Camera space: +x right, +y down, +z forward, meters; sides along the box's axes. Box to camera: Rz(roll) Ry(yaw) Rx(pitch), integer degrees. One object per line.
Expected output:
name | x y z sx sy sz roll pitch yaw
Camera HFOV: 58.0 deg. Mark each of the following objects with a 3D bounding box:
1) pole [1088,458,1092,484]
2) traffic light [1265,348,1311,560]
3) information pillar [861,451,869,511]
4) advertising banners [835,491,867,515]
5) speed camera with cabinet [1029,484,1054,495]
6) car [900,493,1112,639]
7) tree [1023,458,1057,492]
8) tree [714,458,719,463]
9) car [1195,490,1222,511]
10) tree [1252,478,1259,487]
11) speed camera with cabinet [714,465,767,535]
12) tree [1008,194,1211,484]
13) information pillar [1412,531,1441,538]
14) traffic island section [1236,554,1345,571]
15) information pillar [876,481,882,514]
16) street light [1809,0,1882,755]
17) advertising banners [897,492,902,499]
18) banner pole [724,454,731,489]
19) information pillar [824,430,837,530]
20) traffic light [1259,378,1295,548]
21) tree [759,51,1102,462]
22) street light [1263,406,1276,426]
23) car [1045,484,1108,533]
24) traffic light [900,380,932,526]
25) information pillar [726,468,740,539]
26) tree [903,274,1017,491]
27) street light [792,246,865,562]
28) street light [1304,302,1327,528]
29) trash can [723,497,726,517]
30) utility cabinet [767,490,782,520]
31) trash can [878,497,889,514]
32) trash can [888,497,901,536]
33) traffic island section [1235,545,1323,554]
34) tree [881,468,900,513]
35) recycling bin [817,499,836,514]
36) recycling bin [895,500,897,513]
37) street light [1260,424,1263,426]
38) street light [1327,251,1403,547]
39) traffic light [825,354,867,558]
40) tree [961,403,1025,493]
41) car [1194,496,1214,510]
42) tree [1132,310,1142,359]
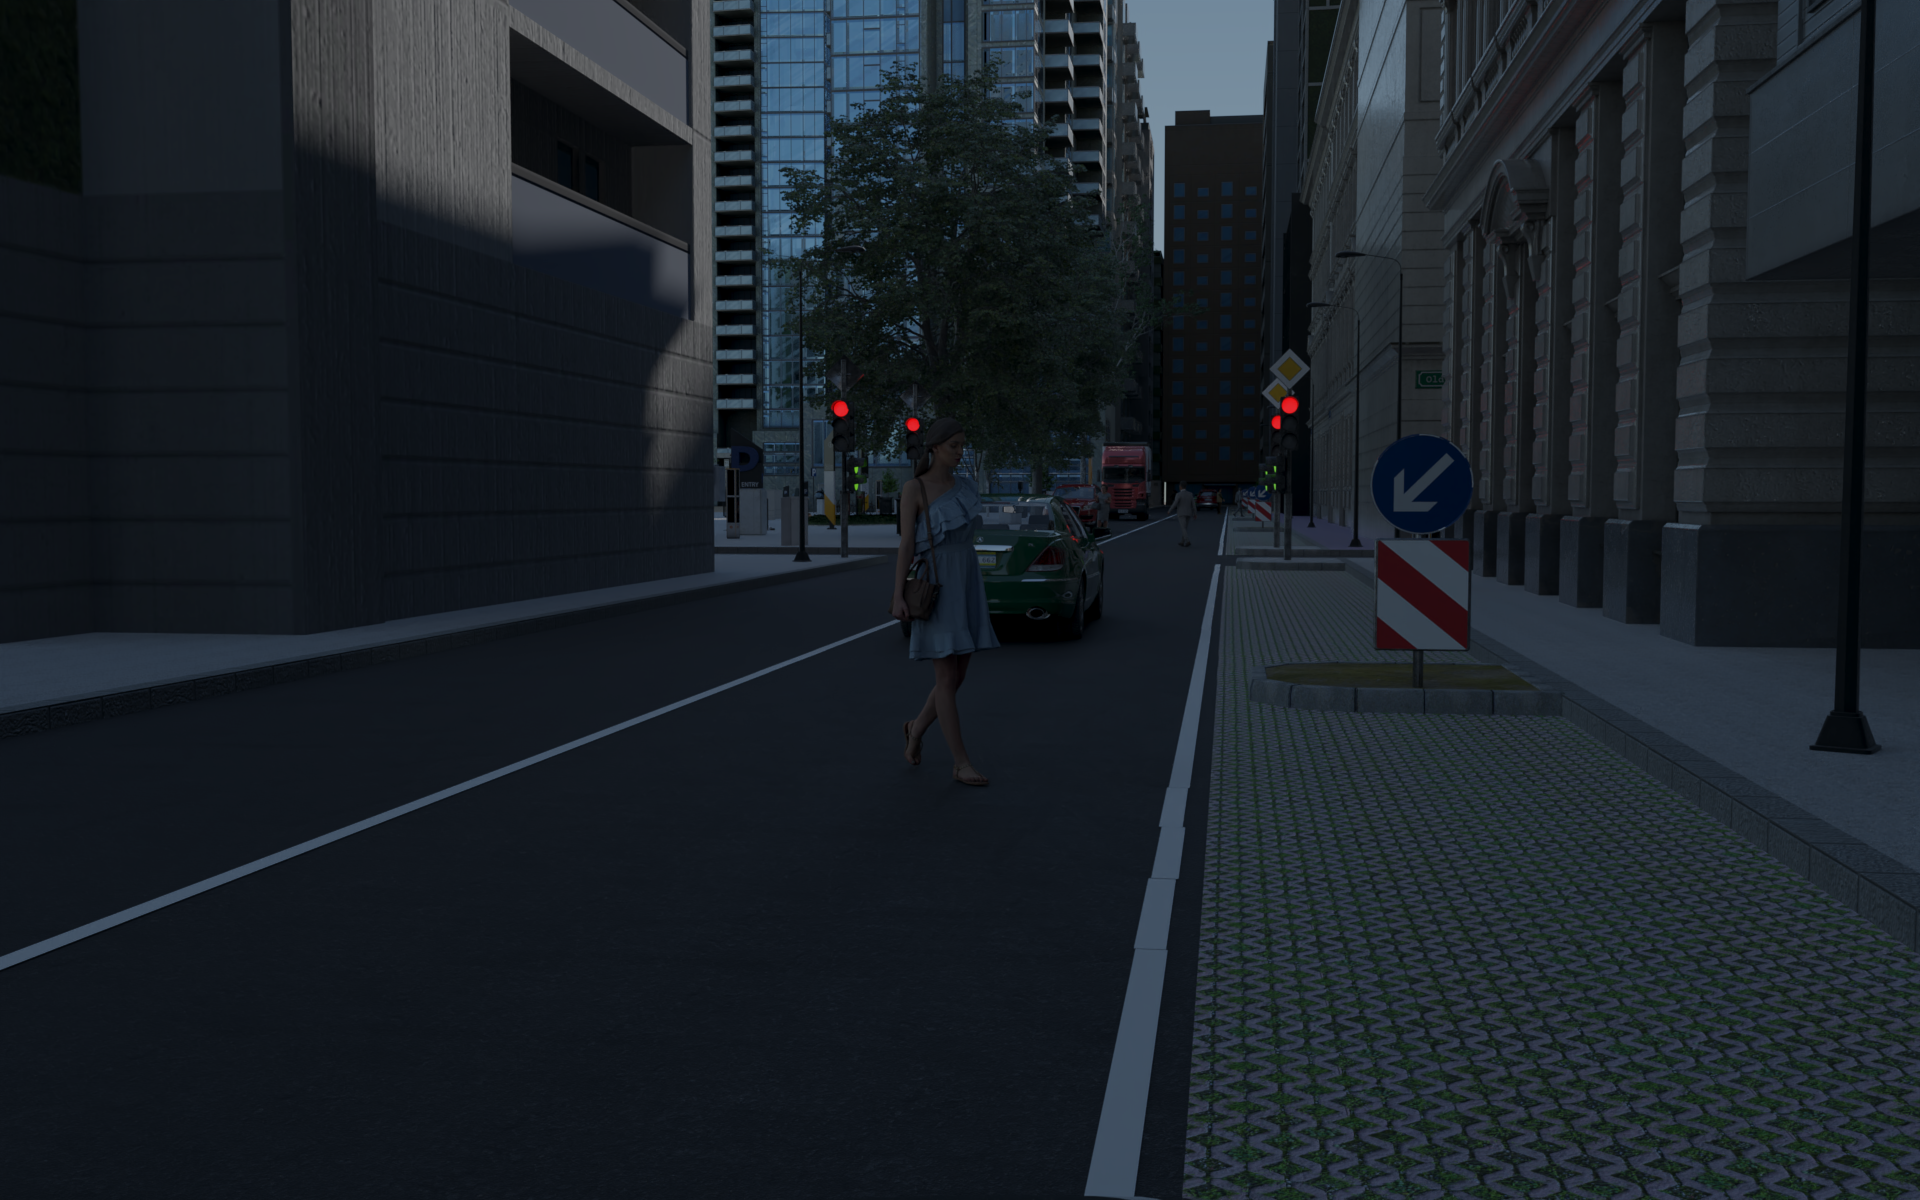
pole | 7.119 -6.165 94.641 0.158 3.312 0.155 0 3 0
traffic light | 6.344 -2.729 33.533 0.839 4.253 0.868 1 4 9
information pillar | -5.038 -6.111 91.270 0.504 3.616 0.183 -3 5 -41
advertising banners | -5.110 -4.967 77.403 2.074 3.025 0.090 1 4 23
speed camera with cabinet | 4.880 -6.517 100.892 0.660 3.252 2.038 3 5 44
car | 0.533 -0.420 18.659 2.131 1.459 4.920 1 4 9
tree | 4.244 -5.770 88.939 1.663 3.219 1.824 0 3 0
tree | -14.495 -6.615 91.869 4.285 4.588 4.351 0 3 0
car | 21.100 -8.468 147.117 2.281 1.827 5.304 1 4 8
tree | 33.271 -12.081 192.126 1.663 3.219 1.824 0 3 0
speed camera with cabinet | -7.099 -3.663 54.233 2.038 3.252 0.660 1 4 12
tree | 8.986 -15.484 109.052 12.611 20.169 13.585 0 3 0
information pillar | 6.489 -1.198 24.077 0.304 2.012 0.304 3 5 45
traffic island section | 6.382 -0.695 33.641 2.009 0.180 2.903 1 4 9
information pillar | -4.383 -5.463 93.811 0.304 2.012 0.304 0 4 7
street light | 3.914 -2.206 8.610 1.470 5.913 1.316 1 4 9
advertising banners | -3.198 -7.310 115.709 2.074 3.025 0.090 -1 4 -13
banner pole | -14.521 -7.255 108.639 0.863 3.779 0.401 3 5 43
information pillar | -4.709 -4.367 62.750 0.504 3.616 0.183 3 5 39
traffic light | 7.574 -3.211 41.423 0.839 4.253 0.868 1 4 9
tree | -0.531 -8.740 49.554 9.857 13.997 8.962 0 3 0
street light | 16.878 -7.262 91.279 1.470 5.913 1.316 1 4 9
car | 4.355 -3.428 64.717 2.281 1.827 5.304 1 4 11
traffic light | -1.085 -3.292 42.752 0.839 4.253 0.868 1 4 9
information pillar | -6.518 -2.768 49.744 0.304 2.012 0.304 1 4 16
tree | 0.379 -6.538 57.257 4.737 8.622 4.395 0 3 0
street light | -2.465 -3.676 32.638 1.470 5.913 1.316 1 4 9
street light | 9.080 -4.248 41.994 1.470 5.913 1.316 1 4 9
trash can | -12.695 -5.097 94.984 0.748 1.137 0.748 0 3 0
utility cabinet | -9.518 -4.871 88.324 0.318 1.500 1.173 2 4 28
trash can | -3.534 -4.332 82.482 0.748 1.137 0.748 0 3 0
trash can | -1.638 -2.522 52.894 0.748 1.137 0.748 0 3 0
traffic island section | 7.612 -1.177 41.531 2.009 0.180 2.903 1 4 9
tree | -4.980 -7.531 117.727 1.663 3.219 1.824 0 3 0
recycling bin | -6.357 -4.274 82.438 0.722 1.027 0.722 -2 4 -27
recycling bin | -3.284 -5.138 96.554 0.722 1.027 0.722 0 4 -2
street light | 20.669 -8.740 115.441 1.470 5.913 1.316 1 4 9
street light | 7.862 -3.709 33.182 1.470 5.913 1.316 1 4 9
traffic light | -2.315 -2.810 34.862 0.839 4.253 0.868 1 4 9
tree | 1.793 -8.944 96.593 4.360 8.622 3.978 0 3 0
car | 22.110 -9.078 157.213 1.959 1.807 4.718 1 4 10
tree | 3.482 -10.590 79.802 9.857 13.997 8.962 0 3 0
